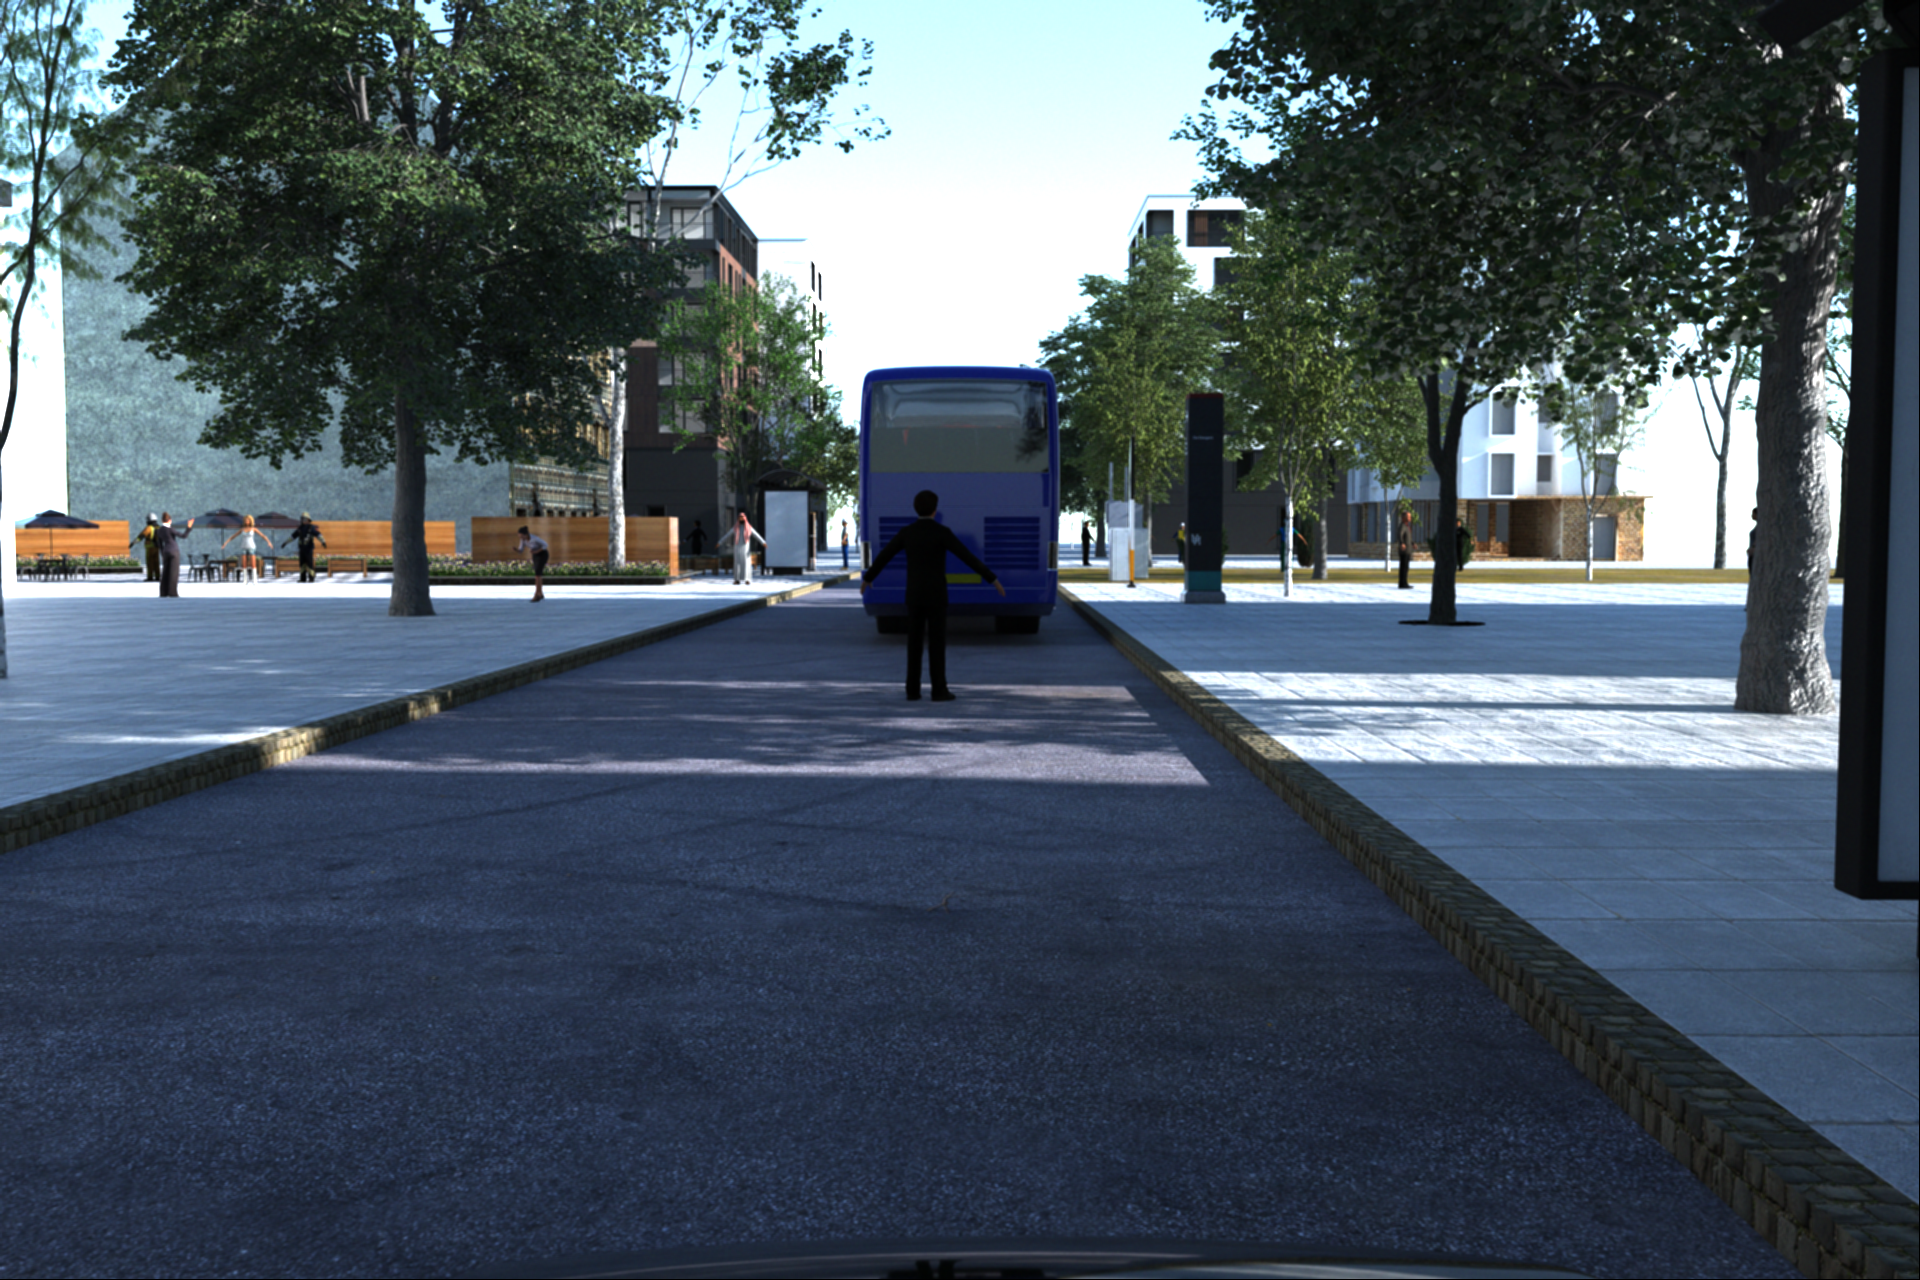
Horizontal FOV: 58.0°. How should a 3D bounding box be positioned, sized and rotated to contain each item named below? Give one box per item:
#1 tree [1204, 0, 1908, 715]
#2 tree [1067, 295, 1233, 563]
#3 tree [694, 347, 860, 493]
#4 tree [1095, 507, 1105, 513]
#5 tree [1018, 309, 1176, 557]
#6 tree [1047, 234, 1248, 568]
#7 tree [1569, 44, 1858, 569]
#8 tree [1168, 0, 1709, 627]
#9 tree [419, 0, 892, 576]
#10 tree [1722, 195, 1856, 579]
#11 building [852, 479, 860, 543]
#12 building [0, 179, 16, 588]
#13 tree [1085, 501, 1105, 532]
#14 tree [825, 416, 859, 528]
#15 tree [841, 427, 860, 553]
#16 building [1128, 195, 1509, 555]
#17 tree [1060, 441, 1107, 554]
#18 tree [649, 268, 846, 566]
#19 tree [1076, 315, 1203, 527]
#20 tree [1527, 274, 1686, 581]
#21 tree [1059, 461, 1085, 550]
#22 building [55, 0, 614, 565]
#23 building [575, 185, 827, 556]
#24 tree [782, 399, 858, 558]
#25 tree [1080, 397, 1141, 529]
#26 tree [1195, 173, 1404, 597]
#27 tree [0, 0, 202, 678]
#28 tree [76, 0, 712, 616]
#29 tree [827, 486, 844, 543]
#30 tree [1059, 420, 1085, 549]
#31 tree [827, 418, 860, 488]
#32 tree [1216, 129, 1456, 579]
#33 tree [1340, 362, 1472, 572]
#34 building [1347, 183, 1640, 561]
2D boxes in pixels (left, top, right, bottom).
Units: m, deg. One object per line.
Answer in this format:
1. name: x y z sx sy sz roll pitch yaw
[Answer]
1. tree: 5.905 -6.458 12.239 9.857 13.997 8.962 0 3 0
2. tree: 8.199 -9.179 75.827 9.928 11.665 9.643 0 3 0
3. tree: -7.998 -9.003 81.608 8.767 10.594 7.601 -3 5 -43
4. tree: 21.408 -17.797 241.347 4.360 8.622 3.978 0 3 0
5. tree: 7.773 -11.612 96.504 9.857 13.997 8.962 0 3 0
6. tree: 7.205 -9.011 65.453 7.486 12.596 7.792 0 3 0
7. tree: 28.632 -12.773 64.734 12.611 20.169 13.585 0 3 0
8. tree: 6.777 -6.008 23.988 9.928 11.665 9.643 0 3 0
9. tree: -8.169 -11.538 44.531 12.611 20.169 13.585 0 3 0
10. tree: 25.887 -7.606 50.109 9.928 11.665 9.643 0 3 0
11. building: -0.594 -18.087 240.322 28.070 9.664 9.099 0 4 4
12. building: -23.641 -5.223 27.538 9.099 9.664 28.070 0 4 1
13. tree: 18.918 -17.478 236.129 4.737 8.622 4.395 0 3 0
14. tree: -6.859 -9.388 103.853 4.737 8.622 4.395 0 3 0
15. tree: -7.140 -10.150 116.316 4.360 8.622 3.978 0 3 0
16. building: 25.428 -16.934 120.849 27.936 21.610 32.646 0 4 1
17. tree: 7.915 -9.918 112.515 4.360 8.622 3.978 0 3 0
18. tree: -8.392 -8.768 69.118 9.928 11.665 9.643 0 3 0
19. tree: 6.090 -6.659 59.233 4.737 8.622 4.395 0 3 0
20. tree: 17.405 -5.961 47.825 4.360 8.622 3.978 0 3 0
21. tree: 9.279 -11.762 142.677 4.360 8.622 3.978 0 3 0
22. building: -27.246 -15.207 79.555 19.493 23.208 18.063 0 4 2
23. building: -24.515 -16.773 118.218 27.936 21.610 32.646 0 4 1
24. tree: -7.516 -8.628 91.437 4.737 8.622 4.395 0 3 0
25. tree: 7.883 -8.461 88.697 4.737 8.622 4.395 0 3 0
26. tree: 6.967 -5.192 35.257 4.737 8.622 4.395 0 3 0
27. tree: -8.483 -3.955 15.021 4.360 8.622 3.978 0 3 0
28. tree: -8.640 -7.361 27.005 9.857 13.997 8.962 0 3 0
29. tree: -17.662 -17.496 236.416 4.737 8.622 4.395 0 3 0
30. tree: 8.443 -13.782 151.089 9.928 11.665 9.643 0 3 0
31. tree: -6.244 -14.325 144.591 12.009 13.543 11.850 0 3 0
32. tree: 10.641 -8.019 49.238 7.486 12.596 7.792 0 3 0
33. tree: 14.772 -6.624 58.660 4.737 8.622 4.395 0 3 0
34. building: 26.464 -14.531 94.007 16.016 20.090 11.380 0 4 1
